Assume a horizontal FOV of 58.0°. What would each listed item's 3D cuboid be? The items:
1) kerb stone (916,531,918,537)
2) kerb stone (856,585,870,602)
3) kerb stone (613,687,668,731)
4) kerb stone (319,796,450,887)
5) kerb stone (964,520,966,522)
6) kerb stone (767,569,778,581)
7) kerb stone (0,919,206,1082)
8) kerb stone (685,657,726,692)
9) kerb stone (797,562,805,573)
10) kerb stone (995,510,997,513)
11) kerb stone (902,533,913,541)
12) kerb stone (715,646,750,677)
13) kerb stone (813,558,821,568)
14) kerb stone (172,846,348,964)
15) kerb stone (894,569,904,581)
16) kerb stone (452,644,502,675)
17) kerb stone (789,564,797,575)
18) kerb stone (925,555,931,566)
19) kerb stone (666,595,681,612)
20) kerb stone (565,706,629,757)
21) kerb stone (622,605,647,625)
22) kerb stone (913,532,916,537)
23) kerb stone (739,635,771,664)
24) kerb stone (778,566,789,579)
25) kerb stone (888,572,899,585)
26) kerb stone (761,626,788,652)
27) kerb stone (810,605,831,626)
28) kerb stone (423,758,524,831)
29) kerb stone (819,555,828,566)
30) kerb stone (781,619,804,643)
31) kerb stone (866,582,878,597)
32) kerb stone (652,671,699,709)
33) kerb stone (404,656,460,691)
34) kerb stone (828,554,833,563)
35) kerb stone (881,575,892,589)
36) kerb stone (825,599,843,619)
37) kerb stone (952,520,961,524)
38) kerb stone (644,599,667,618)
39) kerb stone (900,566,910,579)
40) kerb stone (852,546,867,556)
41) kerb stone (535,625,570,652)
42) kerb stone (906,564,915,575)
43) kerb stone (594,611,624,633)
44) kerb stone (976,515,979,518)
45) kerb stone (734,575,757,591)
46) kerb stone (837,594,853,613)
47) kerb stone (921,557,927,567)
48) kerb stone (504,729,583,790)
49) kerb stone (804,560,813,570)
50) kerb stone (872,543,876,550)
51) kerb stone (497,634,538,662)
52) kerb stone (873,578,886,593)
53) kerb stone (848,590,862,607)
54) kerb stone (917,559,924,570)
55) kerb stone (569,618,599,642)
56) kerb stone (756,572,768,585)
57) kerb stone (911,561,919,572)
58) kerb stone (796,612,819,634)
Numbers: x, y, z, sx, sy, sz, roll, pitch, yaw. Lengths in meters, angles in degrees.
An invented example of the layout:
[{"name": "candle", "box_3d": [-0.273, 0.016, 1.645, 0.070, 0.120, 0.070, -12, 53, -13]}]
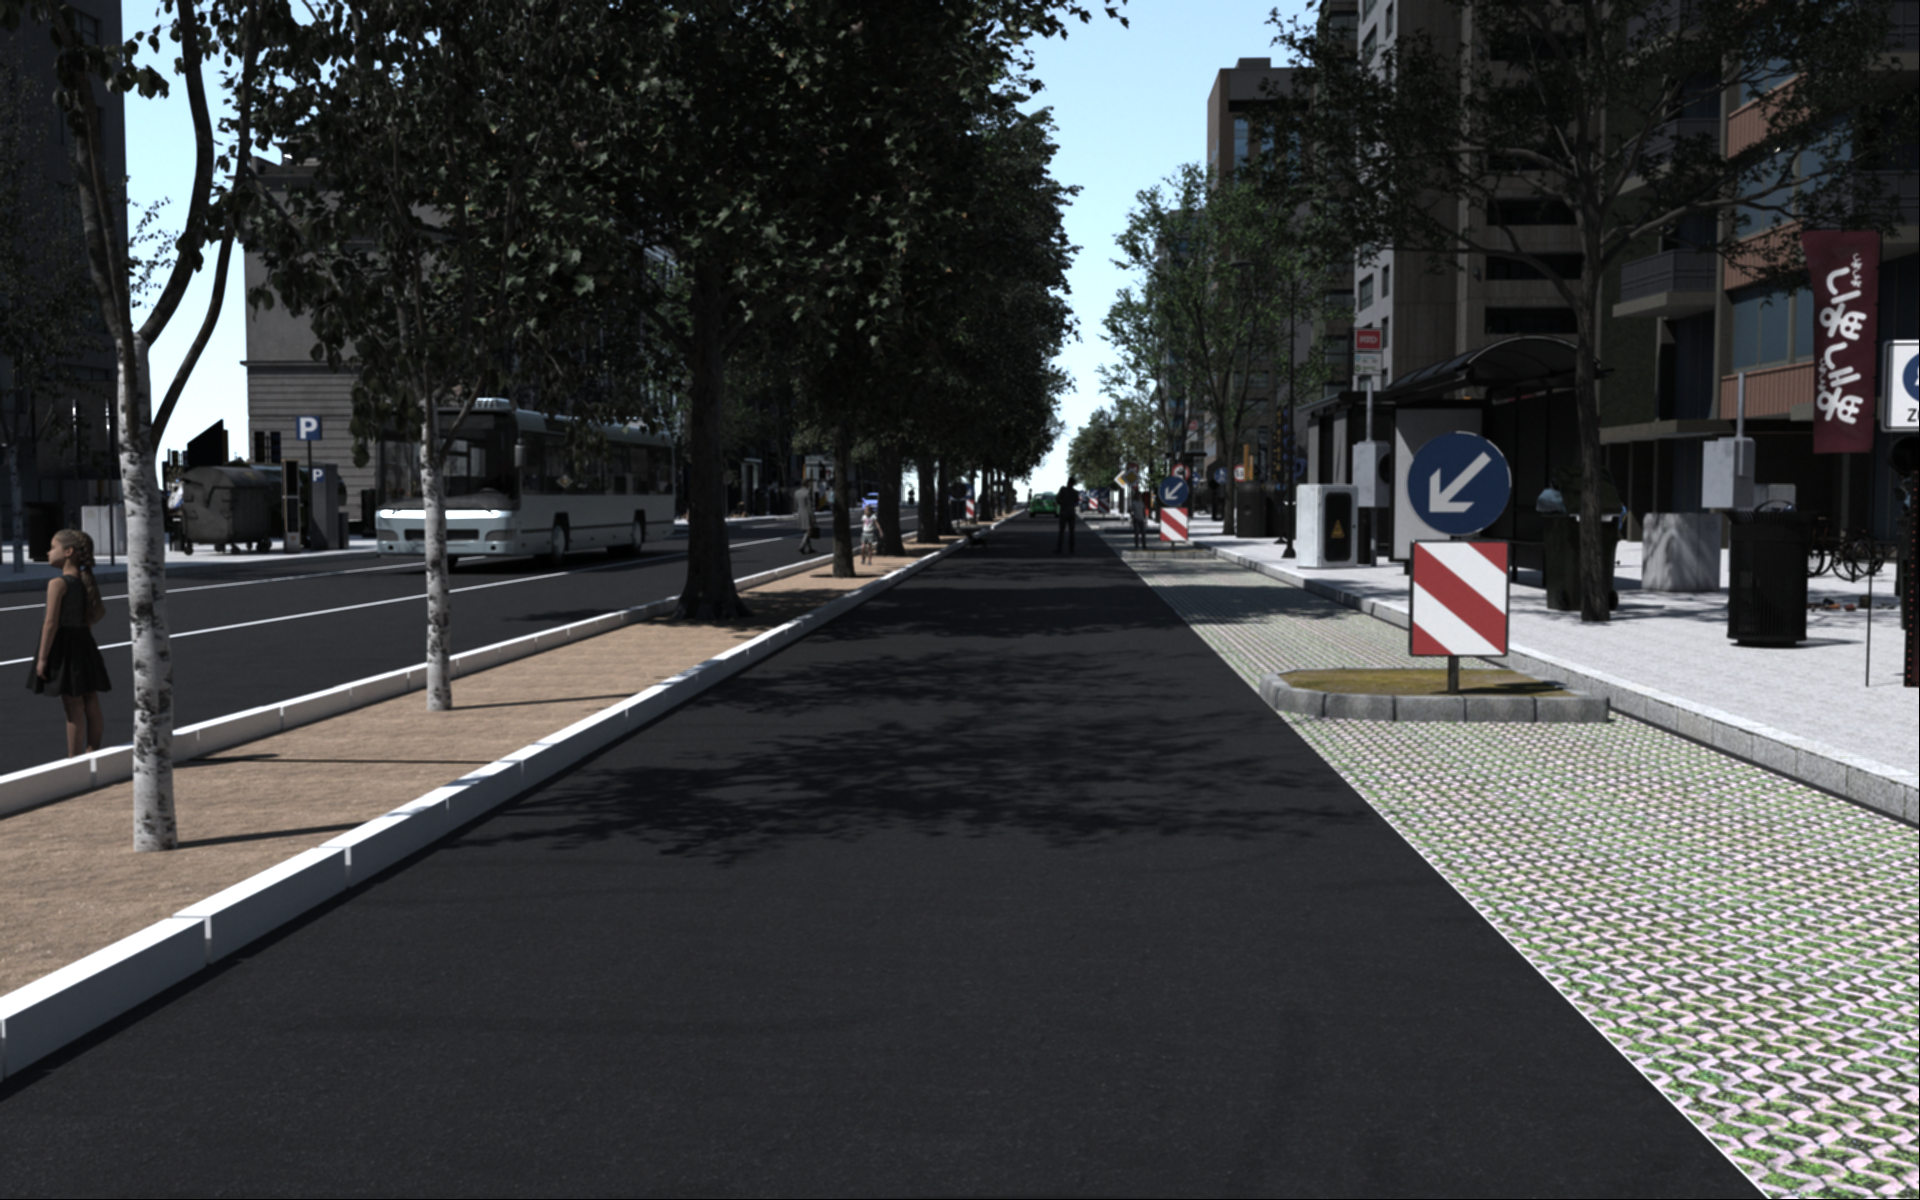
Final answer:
[{"name": "kerb stone", "box_3d": [-1.569, -2.129, 57.059, 0.120, 0.150, 1.000, 0, 4, 3]}, {"name": "kerb stone", "box_3d": [-1.346, -0.060, 23.176, 0.120, 0.150, 1.000, 0, 4, 3]}, {"name": "kerb stone", "box_3d": [-2.029, 0.695, 10.902, 0.120, 0.150, 1.000, 0, 4, 3]}, {"name": "kerb stone", "box_3d": [-2.250, 0.941, 6.810, 0.120, 0.150, 1.000, 0, 4, 3]}, {"name": "kerb stone", "box_3d": [0.128, -3.979, 87.251, 0.120, 0.150, 1.000, 0, 4, 3]}, {"name": "kerb stone", "box_3d": [-3.166, -0.377, 28.397, 0.120, 0.150, 1.000, 0, 4, 3]}, {"name": "kerb stone", "box_3d": [-2.373, 1.071, 4.750, 0.120, 0.150, 1.000, 0, 4, 3]}, {"name": "kerb stone", "box_3d": [-1.920, 0.567, 12.943, 0.120, 0.150, 1.000, 0, 4, 3]}, {"name": "kerb stone", "box_3d": [-2.987, -0.563, 31.466, 0.120, 0.150, 1.000, 0, 4, 3]}, {"name": "kerb stone", "box_3d": [3.155, -7.298, 141.521, 0.120, 0.150, 1.000, 0, 4, 3]}, {"name": "kerb stone", "box_3d": [-1.674, -2.004, 55.003, 0.120, 0.150, 1.000, 0, 4, 3]}, {"name": "kerb stone", "box_3d": [-1.863, 0.507, 13.964, 0.120, 0.150, 1.000, 0, 4, 3]}, {"name": "kerb stone", "box_3d": [-2.872, -0.687, 33.507, 0.120, 0.150, 1.000, 0, 4, 3]}, {"name": "kerb stone", "box_3d": [-2.314, 1.005, 5.780, 0.120, 0.150, 1.000, 0, 4, 3]}, {"name": "kerb stone", "box_3d": [-1.063, -0.373, 28.295, 0.120, 0.150, 1.000, 0, 4, 3]}, {"name": "kerb stone", "box_3d": [-3.956, 0.498, 14.049, 0.120, 0.150, 1.000, 0, 4, 3]}, {"name": "kerb stone", "box_3d": [-3.038, -0.504, 30.442, 0.120, 0.150, 1.000, 0, 4, 3]}, {"name": "kerb stone", "box_3d": [-0.724, -0.748, 34.425, 0.120, 0.150, 1.000, 0, 4, 3]}, {"name": "kerb stone", "box_3d": [-3.556, 0.062, 21.220, 0.120, 0.150, 1.000, 0, 4, 3]}, {"name": "kerb stone", "box_3d": [-2.089, 0.757, 9.881, 0.120, 0.150, 1.000, 0, 4, 3]}, {"name": "kerb stone", "box_3d": [-3.672, 0.188, 19.173, 0.120, 0.150, 1.000, 0, 4, 3]}, {"name": "kerb stone", "box_3d": [-1.610, -2.070, 56.036, 0.120, 0.150, 1.000, 0, 4, 3]}, {"name": "kerb stone", "box_3d": [-1.803, 0.445, 14.987, 0.120, 0.150, 1.000, 0, 4, 3]}, {"name": "kerb stone", "box_3d": [-3.090, -0.442, 29.420, 0.120, 0.150, 1.000, 0, 4, 3]}, {"name": "kerb stone", "box_3d": [-1.111, -0.310, 27.272, 0.120, 0.150, 1.000, 0, 4, 3]}, {"name": "kerb stone", "box_3d": [-1.747, 0.378, 16.014, 0.120, 0.150, 1.000, 0, 4, 3]}, {"name": "kerb stone", "box_3d": [-1.570, 0.191, 19.080, 0.120, 0.150, 1.000, 0, 4, 3]}, {"name": "kerb stone", "box_3d": [-2.198, 0.879, 7.831, 0.120, 0.150, 1.000, 0, 4, 3]}, {"name": "kerb stone", "box_3d": [-2.807, -0.754, 34.527, 0.120, 0.150, 1.000, 0, 4, 3]}, {"name": "kerb stone", "box_3d": [-1.688, 0.320, 17.037, 0.120, 0.150, 1.000, 0, 4, 3]}, {"name": "kerb stone", "box_3d": [-1.289, -0.122, 24.196, 0.120, 0.150, 1.000, 0, 4, 3]}, {"name": "kerb stone", "box_3d": [-1.976, 0.630, 11.922, 0.120, 0.150, 1.000, 0, 4, 3]}, {"name": "kerb stone", "box_3d": [-4.012, 0.561, 13.023, 0.120, 0.150, 1.000, 0, 4, 3]}, {"name": "kerb stone", "box_3d": [-2.757, -0.817, 35.548, 0.120, 0.150, 1.000, 0, 4, 3]}, {"name": "kerb stone", "box_3d": [-1.172, -0.246, 26.243, 0.120, 0.150, 1.000, 0, 4, 3]}, {"name": "kerb stone", "box_3d": [-1.513, 0.128, 20.107, 0.120, 0.150, 1.000, 0, 4, 3]}, {"name": "kerb stone", "box_3d": [-0.152, -3.666, 82.140, 0.120, 0.150, 1.000, 0, 4, 3]}, {"name": "kerb stone", "box_3d": [-3.615, 0.124, 20.199, 0.120, 0.150, 1.000, 0, 4, 3]}, {"name": "kerb stone", "box_3d": [-0.995, -0.429, 29.315, 0.120, 0.150, 1.000, 0, 4, 3]}, {"name": "kerb stone", "box_3d": [-2.413, -1.192, 41.689, 0.120, 0.150, 1.000, 0, 4, 3]}, {"name": "kerb stone", "box_3d": [-3.844, 0.373, 16.090, 0.120, 0.150, 1.000, 0, 4, 3]}, {"name": "kerb stone", "box_3d": [-0.942, -0.498, 30.336, 0.120, 0.150, 1.000, 0, 4, 3]}, {"name": "kerb stone", "box_3d": [-3.730, 0.248, 18.144, 0.120, 0.150, 1.000, 0, 4, 3]}, {"name": "kerb stone", "box_3d": [1.260, -5.225, 107.723, 0.120, 0.150, 1.000, 0, 4, 3]}, {"name": "kerb stone", "box_3d": [-3.271, -0.254, 26.342, 0.120, 0.150, 1.000, 0, 4, 3]}, {"name": "kerb stone", "box_3d": [-1.456, 0.065, 21.129, 0.120, 0.150, 1.000, 0, 4, 3]}, {"name": "kerb stone", "box_3d": [-0.780, -0.686, 33.405, 0.120, 0.150, 1.000, 0, 4, 3]}, {"name": "kerb stone", "box_3d": [-2.138, 0.816, 8.857, 0.120, 0.150, 1.000, 0, 4, 3]}, {"name": "kerb stone", "box_3d": [-2.932, -0.629, 32.486, 0.120, 0.150, 1.000, 0, 4, 3]}, {"name": "kerb stone", "box_3d": [-2.299, -1.317, 43.730, 0.120, 0.150, 1.000, 0, 4, 3]}, {"name": "kerb stone", "box_3d": [-3.903, 0.436, 15.070, 0.120, 0.150, 1.000, 0, 4, 3]}, {"name": "kerb stone", "box_3d": [-1.227, -0.185, 25.217, 0.120, 0.150, 1.000, 0, 4, 3]}, {"name": "kerb stone", "box_3d": [-1.402, 0.006, 22.150, 0.120, 0.150, 1.000, 0, 4, 3]}, {"name": "kerb stone", "box_3d": [-0.827, -0.623, 32.383, 0.120, 0.150, 1.000, 0, 4, 3]}, {"name": "kerb stone", "box_3d": [-3.784, 0.310, 17.123, 0.120, 0.150, 1.000, 0, 4, 3]}, {"name": "kerb stone", "box_3d": [-3.212, -0.317, 27.372, 0.120, 0.150, 1.000, 0, 4, 3]}, {"name": "kerb stone", "box_3d": [-0.890, -0.561, 31.363, 0.120, 0.150, 1.000, 0, 4, 3]}, {"name": "kerb stone", "box_3d": [-1.629, 0.256, 18.059, 0.120, 0.150, 1.000, 0, 4, 3]}]
